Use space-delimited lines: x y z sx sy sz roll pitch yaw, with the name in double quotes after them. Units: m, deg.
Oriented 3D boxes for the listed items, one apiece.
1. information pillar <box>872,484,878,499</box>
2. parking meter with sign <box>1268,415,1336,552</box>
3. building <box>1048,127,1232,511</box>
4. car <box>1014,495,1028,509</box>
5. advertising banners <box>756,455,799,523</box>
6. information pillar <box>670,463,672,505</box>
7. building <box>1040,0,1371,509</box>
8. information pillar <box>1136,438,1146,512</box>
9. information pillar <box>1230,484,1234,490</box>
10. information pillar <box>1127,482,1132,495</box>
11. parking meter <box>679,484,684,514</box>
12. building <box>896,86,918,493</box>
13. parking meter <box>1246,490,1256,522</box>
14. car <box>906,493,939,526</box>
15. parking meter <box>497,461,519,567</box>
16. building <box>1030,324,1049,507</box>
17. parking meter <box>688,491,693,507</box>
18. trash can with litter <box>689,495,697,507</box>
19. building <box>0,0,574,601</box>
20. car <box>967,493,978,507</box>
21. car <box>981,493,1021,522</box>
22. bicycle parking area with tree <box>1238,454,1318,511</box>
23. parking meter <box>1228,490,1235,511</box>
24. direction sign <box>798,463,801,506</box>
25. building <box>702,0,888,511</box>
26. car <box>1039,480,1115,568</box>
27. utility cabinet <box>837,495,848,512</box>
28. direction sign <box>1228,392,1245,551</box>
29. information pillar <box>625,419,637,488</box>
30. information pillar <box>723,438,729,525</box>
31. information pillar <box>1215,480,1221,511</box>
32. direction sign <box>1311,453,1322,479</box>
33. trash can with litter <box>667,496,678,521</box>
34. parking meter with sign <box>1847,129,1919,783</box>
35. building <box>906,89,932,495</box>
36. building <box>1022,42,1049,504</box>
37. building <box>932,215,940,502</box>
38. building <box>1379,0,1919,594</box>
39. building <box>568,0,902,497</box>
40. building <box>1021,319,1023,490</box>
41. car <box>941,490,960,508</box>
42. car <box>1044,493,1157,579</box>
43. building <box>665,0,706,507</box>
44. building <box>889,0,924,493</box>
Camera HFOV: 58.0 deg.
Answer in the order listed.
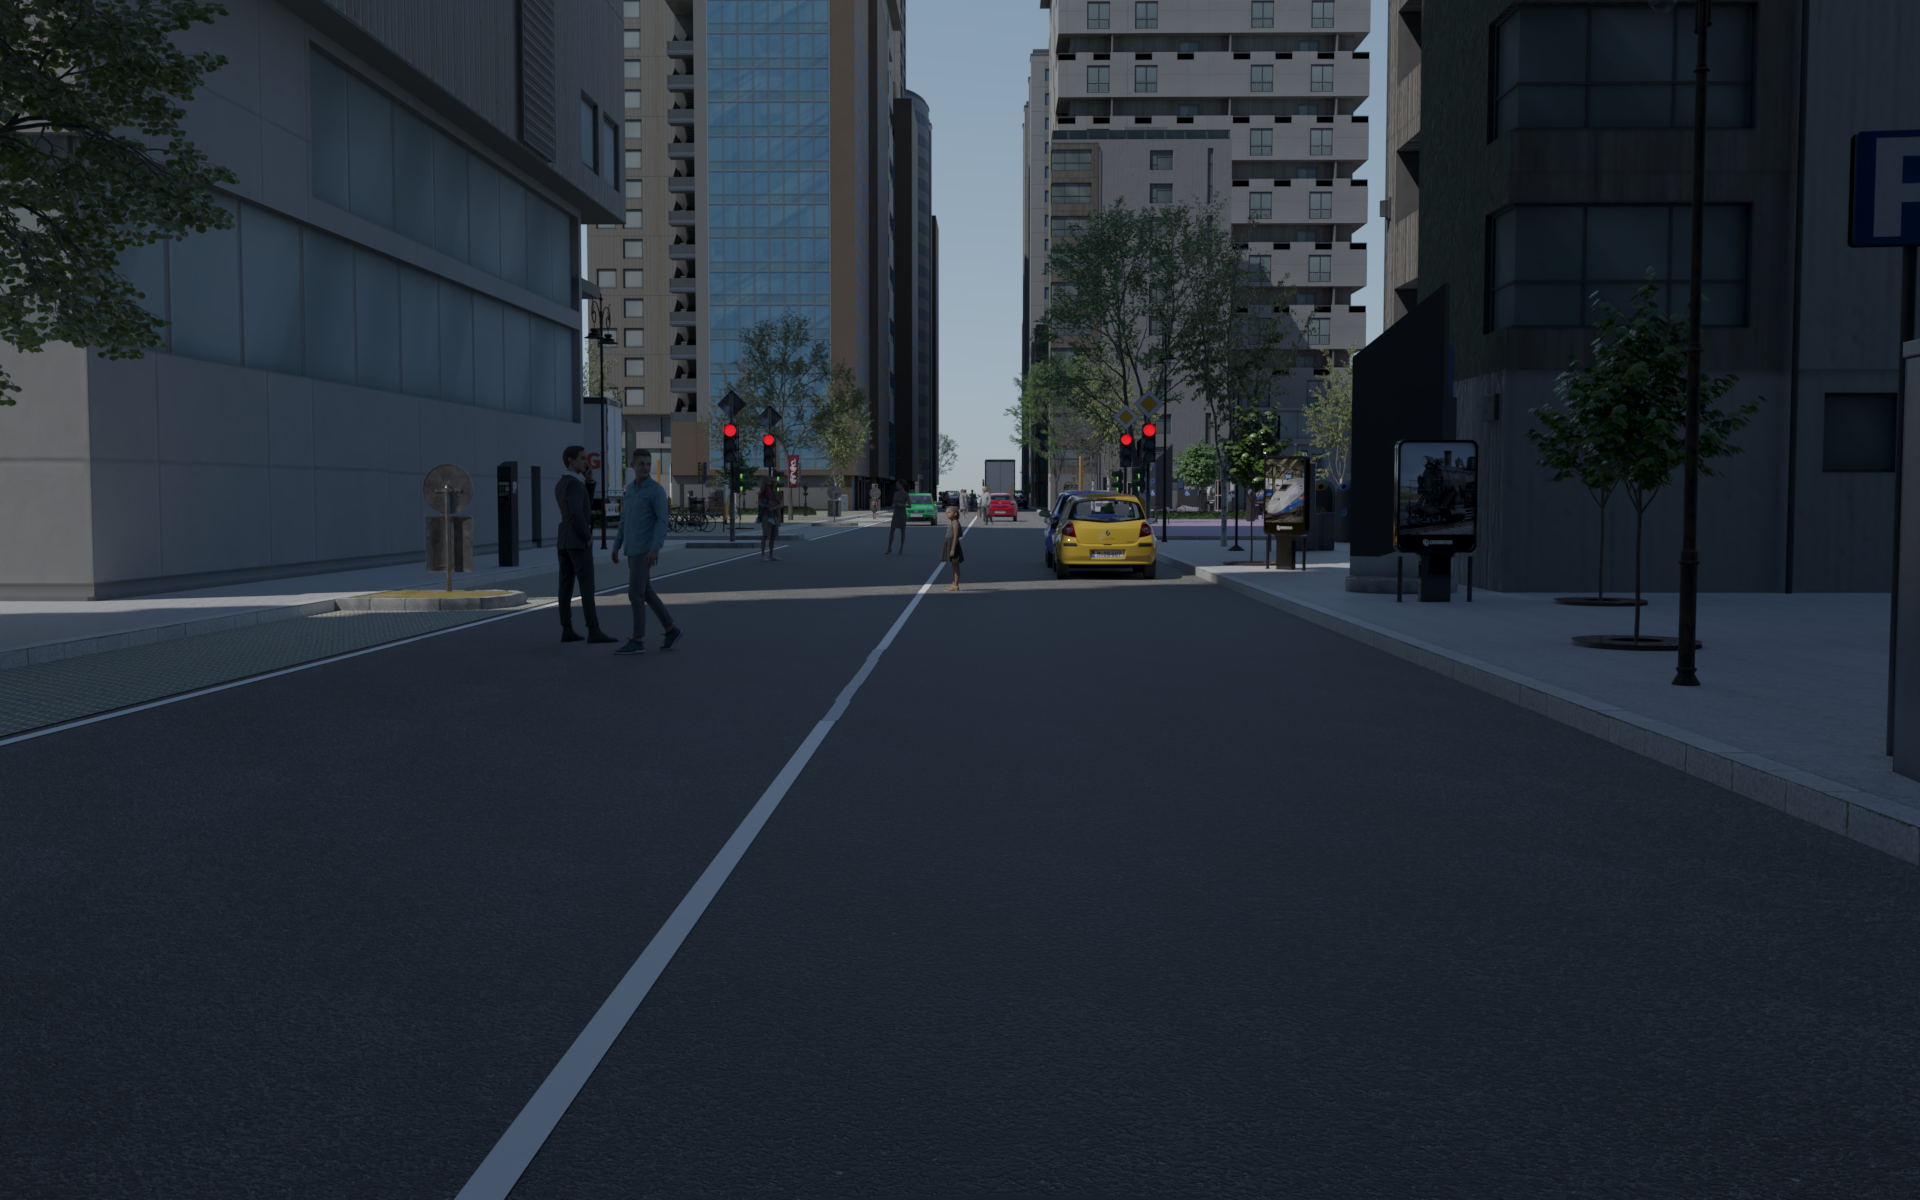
-6.283 -7.550 127.928 0.304 2.012 0.304 -2 4 -32 "information pillar"
7.637 -2.609 38.911 1.738 3.016 0.543 -2 4 -28 "parking meter with sign"
14.165 -22.555 140.475 14.160 30.474 14.107 0 4 1 "building"
5.618 -9.403 166.312 1.945 1.354 3.894 0 4 0 "car"
-8.149 -4.973 77.489 2.074 3.025 0.090 1 4 16 "advertising banners"
-21.613 -8.451 129.532 0.183 3.616 0.504 -1 4 -19 "information pillar"
22.046 -34.934 160.412 28.713 52.752 27.495 0 4 1 "building"
6.788 -4.459 64.256 0.504 3.616 0.183 0 4 3 "information pillar"
16.159 -6.815 102.782 0.183 3.616 0.504 -1 4 -12 "information pillar"
10.428 -6.234 106.414 0.304 2.012 0.304 1 4 17 "information pillar"
-16.244 -5.837 101.151 0.255 1.863 0.399 0 4 -7 "parking meter"
-11.885 -33.179 192.585 14.600 45.320 14.200 0 4 1 "building"
13.627 -4.607 81.028 0.399 1.863 0.255 2 4 32 "parking meter"
-1.945 -4.318 79.388 1.959 1.807 4.718 0 3 0 "car"
-7.990 -1.523 30.614 0.255 1.863 0.399 0 4 7 "parking meter"
21.840 -21.131 190.537 27.650 21.520 28.899 0 4 1 "building"
-19.275 -7.065 123.919 0.372 1.533 0.369 0 3 0 "parking meter"
-17.838 -6.570 118.477 2.233 1.210 1.678 -1 4 -12 "trash can with litter"
-22.323 -27.152 33.181 27.495 52.752 28.713 0 4 1 "building"
1.025 -10.801 186.191 1.945 1.707 3.694 0 4 1 "car"
2.144 -5.054 91.681 2.155 1.783 4.494 0 4 2 "car"
23.232 -8.449 125.135 8.231 4.147 9.016 1 4 16 "bicycle parking area with tree"
15.914 -5.696 101.548 0.372 1.533 0.369 0 3 0 "parking meter"
-11.717 -8.209 126.213 0.379 3.537 0.876 -1 4 -19 "direction sign"
-13.557 -30.615 150.661 14.600 45.320 14.200 0 4 1 "building"
2.566 -1.554 35.004 1.945 1.707 3.694 0 4 2 "car"
-8.712 -7.099 127.234 1.020 1.237 0.306 -3 5 -41 "utility cabinet"
6.249 -2.879 39.067 0.379 3.537 0.876 1 4 21 "direction sign"
-10.352 -3.861 54.478 0.183 3.616 0.504 2 4 27 "information pillar"
-9.843 -4.985 72.860 0.183 3.616 0.504 0 4 8 "information pillar"
13.367 -5.187 89.302 0.304 2.012 0.304 -1 4 -12 "information pillar"
19.746 -6.360 95.983 0.876 3.537 0.379 -3 4 -38 "direction sign"
-13.670 -4.246 80.481 1.678 1.210 2.233 0 4 -7 "trash can with litter"
4.441 -0.692 7.579 0.543 3.016 1.738 1 4 9 "parking meter with sign"
-14.996 -43.187 248.101 21.231 58.520 28.212 0 4 1 "building"
19.627 -42.160 231.315 21.231 58.520 28.212 0 4 1 "building"
-10.396 -37.907 269.892 14.600 45.320 14.200 0 4 1 "building"
14.194 -15.696 28.325 14.160 30.474 14.107 0 4 1 "building"
-20.608 -35.605 171.380 28.713 52.752 27.495 0 4 1 "building"
17.011 -31.209 281.960 14.160 30.474 14.107 0 4 1 "building"
-0.813 -10.222 175.799 2.281 1.827 5.304 0 3 0 "car"
2.508 -1.249 30.643 2.015 1.641 3.980 0 4 2 "car"
-14.584 -29.749 136.505 14.600 45.320 14.200 0 4 1 "building"
-15.125 -48.005 223.137 20.563 71.187 20.611 0 4 1 "building"
